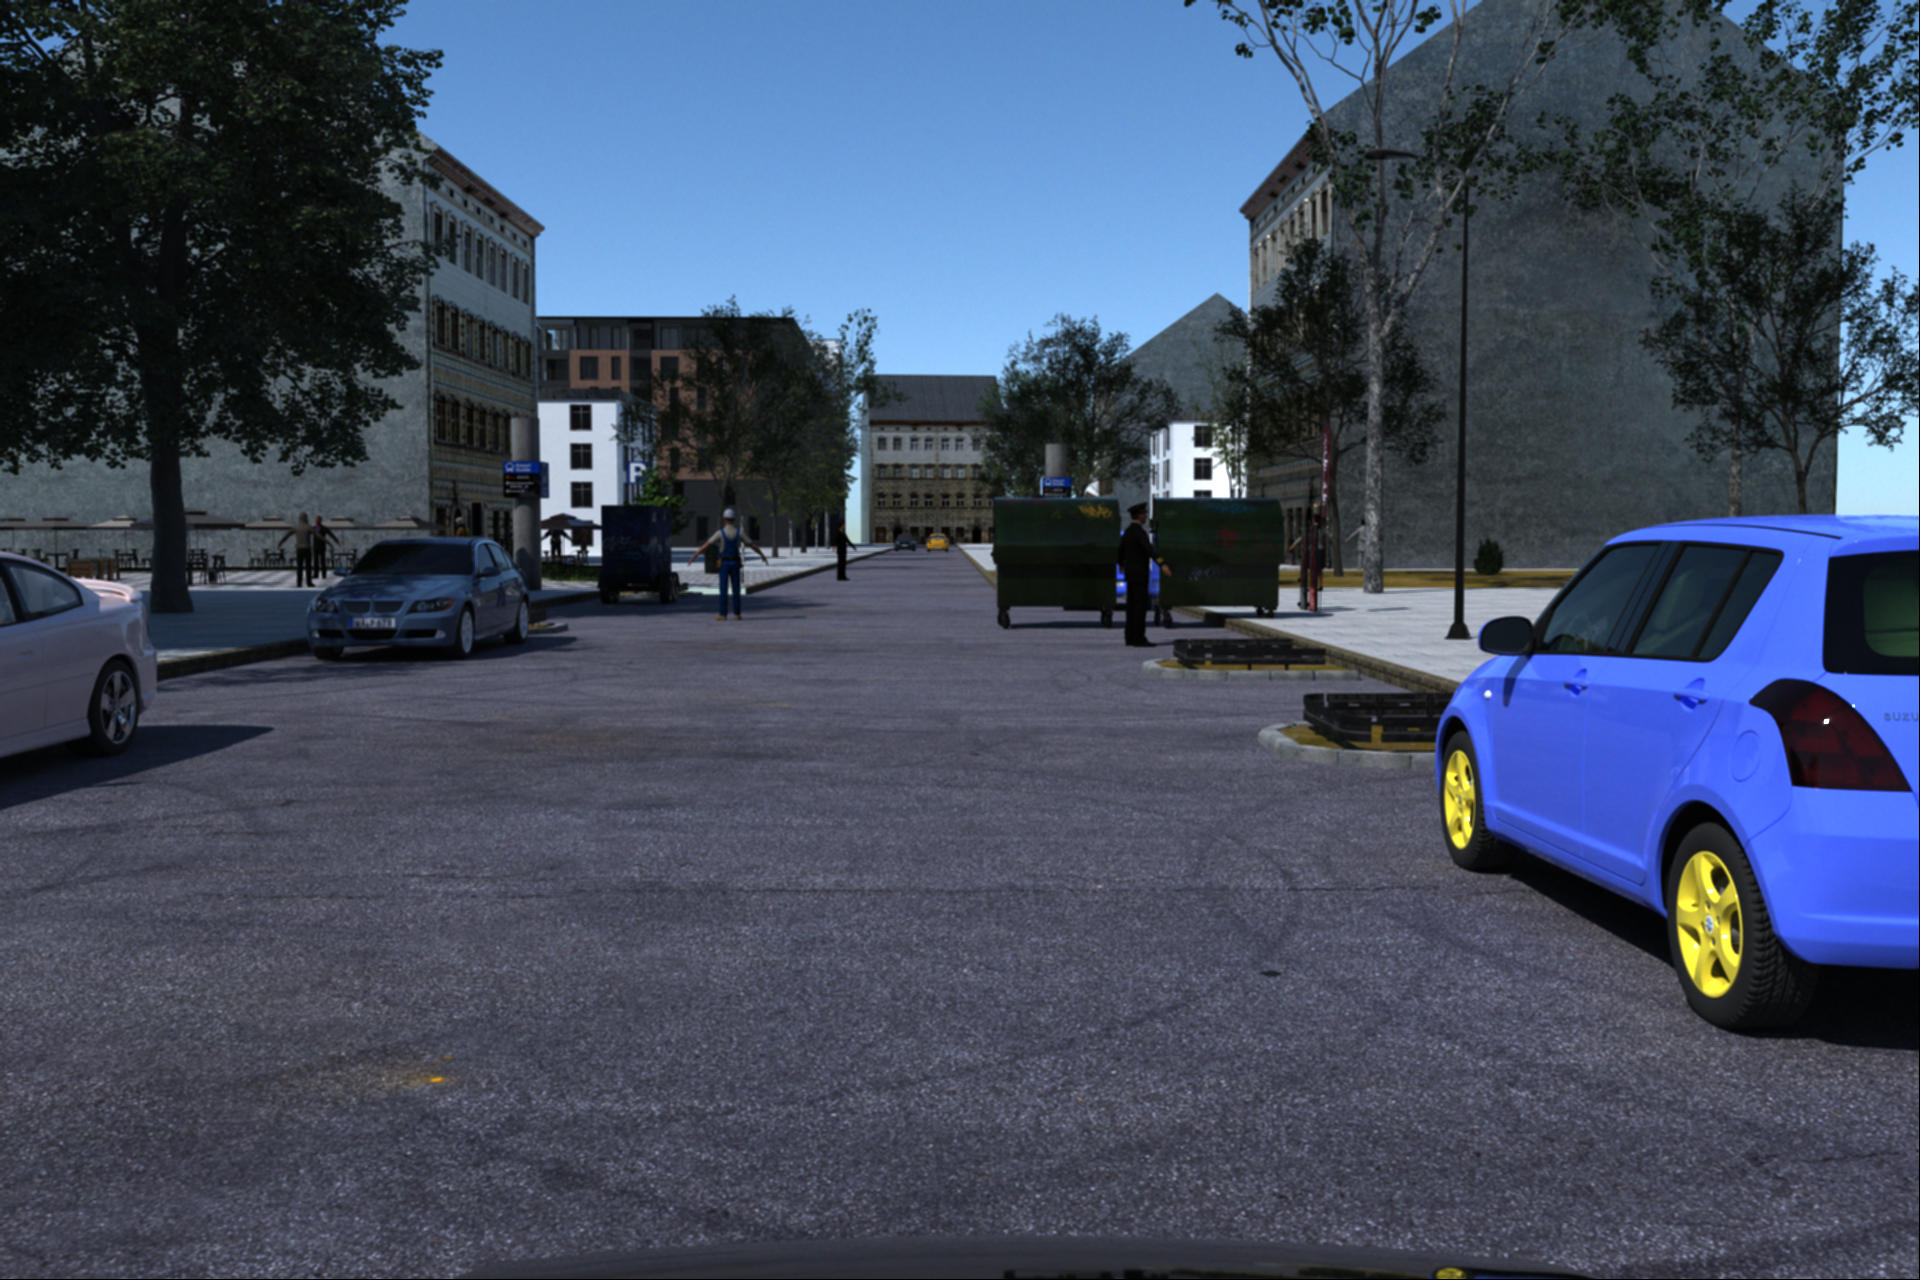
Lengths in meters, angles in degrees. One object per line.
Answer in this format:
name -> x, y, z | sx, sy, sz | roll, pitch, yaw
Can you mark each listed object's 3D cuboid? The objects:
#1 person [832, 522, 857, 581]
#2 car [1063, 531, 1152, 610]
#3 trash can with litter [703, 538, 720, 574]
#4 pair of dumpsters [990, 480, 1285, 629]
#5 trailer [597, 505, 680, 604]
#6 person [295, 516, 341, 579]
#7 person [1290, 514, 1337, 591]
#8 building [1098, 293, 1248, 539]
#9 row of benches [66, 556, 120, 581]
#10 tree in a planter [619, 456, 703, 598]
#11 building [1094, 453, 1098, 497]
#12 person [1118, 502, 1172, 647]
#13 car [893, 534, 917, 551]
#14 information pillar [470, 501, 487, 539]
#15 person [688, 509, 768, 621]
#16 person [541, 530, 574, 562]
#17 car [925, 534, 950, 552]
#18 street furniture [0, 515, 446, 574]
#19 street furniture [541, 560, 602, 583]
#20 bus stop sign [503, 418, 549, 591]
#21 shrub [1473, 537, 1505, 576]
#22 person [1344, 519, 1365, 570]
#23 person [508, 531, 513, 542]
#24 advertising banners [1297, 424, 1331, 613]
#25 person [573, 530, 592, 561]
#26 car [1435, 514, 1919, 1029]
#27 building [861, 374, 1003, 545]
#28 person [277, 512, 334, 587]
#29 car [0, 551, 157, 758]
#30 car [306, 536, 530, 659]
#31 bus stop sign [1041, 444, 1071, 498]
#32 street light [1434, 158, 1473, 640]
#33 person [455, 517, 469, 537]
person -> -3.614, -2.735, 53.359 | 0.705, 1.806, 1.347 | 2, 4, 27
car -> 2.750, -1.479, 33.768 | 1.945, 1.707, 3.694 | 0, 4, 0
trash can with litter -> -7.796, -2.735, 56.104 | 1.055, 1.170, 0.624 | 0, 4, 0
pair of dumpsters -> 2.687, -1.327, 26.652 | 4.436, 2.255, 1.574 | 0, 4, 0
trailer -> -6.645, -1.719, 35.148 | 1.471, 1.999, 3.904 | 0, 4, 0
person -> -18.424, -2.663, 49.763 | 1.346, 1.802, 0.704 | 0, 4, 4
person -> 7.943, -1.958, 38.837 | 1.217, 1.735, 0.721 | -1, 4, -21
building -> 23.363, -20.568, 167.217 | 19.493, 23.208, 18.063 | 0, 3, 0
row of benches -> -23.654, -1.950, 47.350 | 1.422, 0.672, 4.104 | -1, 4, -16
tree in a planter -> -6.943, -2.581, 39.429 | 1.991, 3.239, 1.994 | 0, 4, 0
building -> 20.006, -20.516, 191.853 | 16.016, 20.090, 11.380 | 0, 4, -1
person -> 2.291, -0.838, 22.096 | 0.705, 1.837, 1.347 | -1, 4, -21
car -> -4.592, -8.276, 145.094 | 2.009, 1.686, 4.222 | 0, 4, 0
information pillar -> -10.657, -2.073, 38.384 | 0.304, 2.012, 0.304 | 0, 3, 0
person -> -3.837, -1.253, 28.803 | 1.347, 1.847, 0.705 | -1, 4, -19
person -> -15.723, -3.770, 67.414 | 1.354, 1.856, 0.705 | -1, 4, -12
car -> -1.790, -7.894, 139.283 | 2.015, 1.641, 3.980 | 0, 4, 0
street furniture -> -32.742, -3.298, 58.955 | 27.439, 1.986, 14.083 | 0, 4, 6
street furniture -> -12.613, -2.073, 49.523 | 5.734, 0.657, 10.072 | -2, 4, -29
bus stop sign -> -9.873, -3.085, 39.458 | 0.837, 3.901, 0.837 | 0, 3, 0
shrub -> 16.370, -2.599, 53.614 | 1.383, 1.207, 1.383 | 0, 3, 0
person -> 14.480, -3.425, 62.192 | 1.347, 1.806, 0.705 | 0, 4, -1
person -> -18.738, -4.142, 73.693 | 0.705, 1.833, 1.349 | 3, 4, 37
advertising banners -> 5.845, -1.982, 28.588 | 0.090, 3.025, 2.074 | 0, 4, -1
person -> -16.942, -4.339, 77.752 | 0.721, 1.733, 1.217 | 2, 4, 29
car -> 2.980, 0.200, 6.321 | 1.945, 1.707, 3.694 | 0, 4, -1
building -> -4.044, -24.722, 237.595 | 18.063, 23.208, 19.493 | 0, 4, -7
person -> -15.909, -2.196, 42.029 | 1.348, 1.813, 0.705 | 0, 4, -3
car -> -6.343, 0.153, 9.861 | 2.083, 1.381, 4.827 | 0, 4, -1
car -> -6.542, -0.573, 21.370 | 2.014, 1.417, 4.499 | 0, 4, -1
bus stop sign -> 2.804, -3.774, 50.723 | 0.837, 3.901, 0.837 | 0, 4, -2
street light -> 6.648, -2.965, 21.023 | 1.470, 5.913, 1.316 | 0, 4, 0
person -> -17.054, -3.260, 59.077 | 0.705, 1.858, 1.354 | 0, 4, -2
